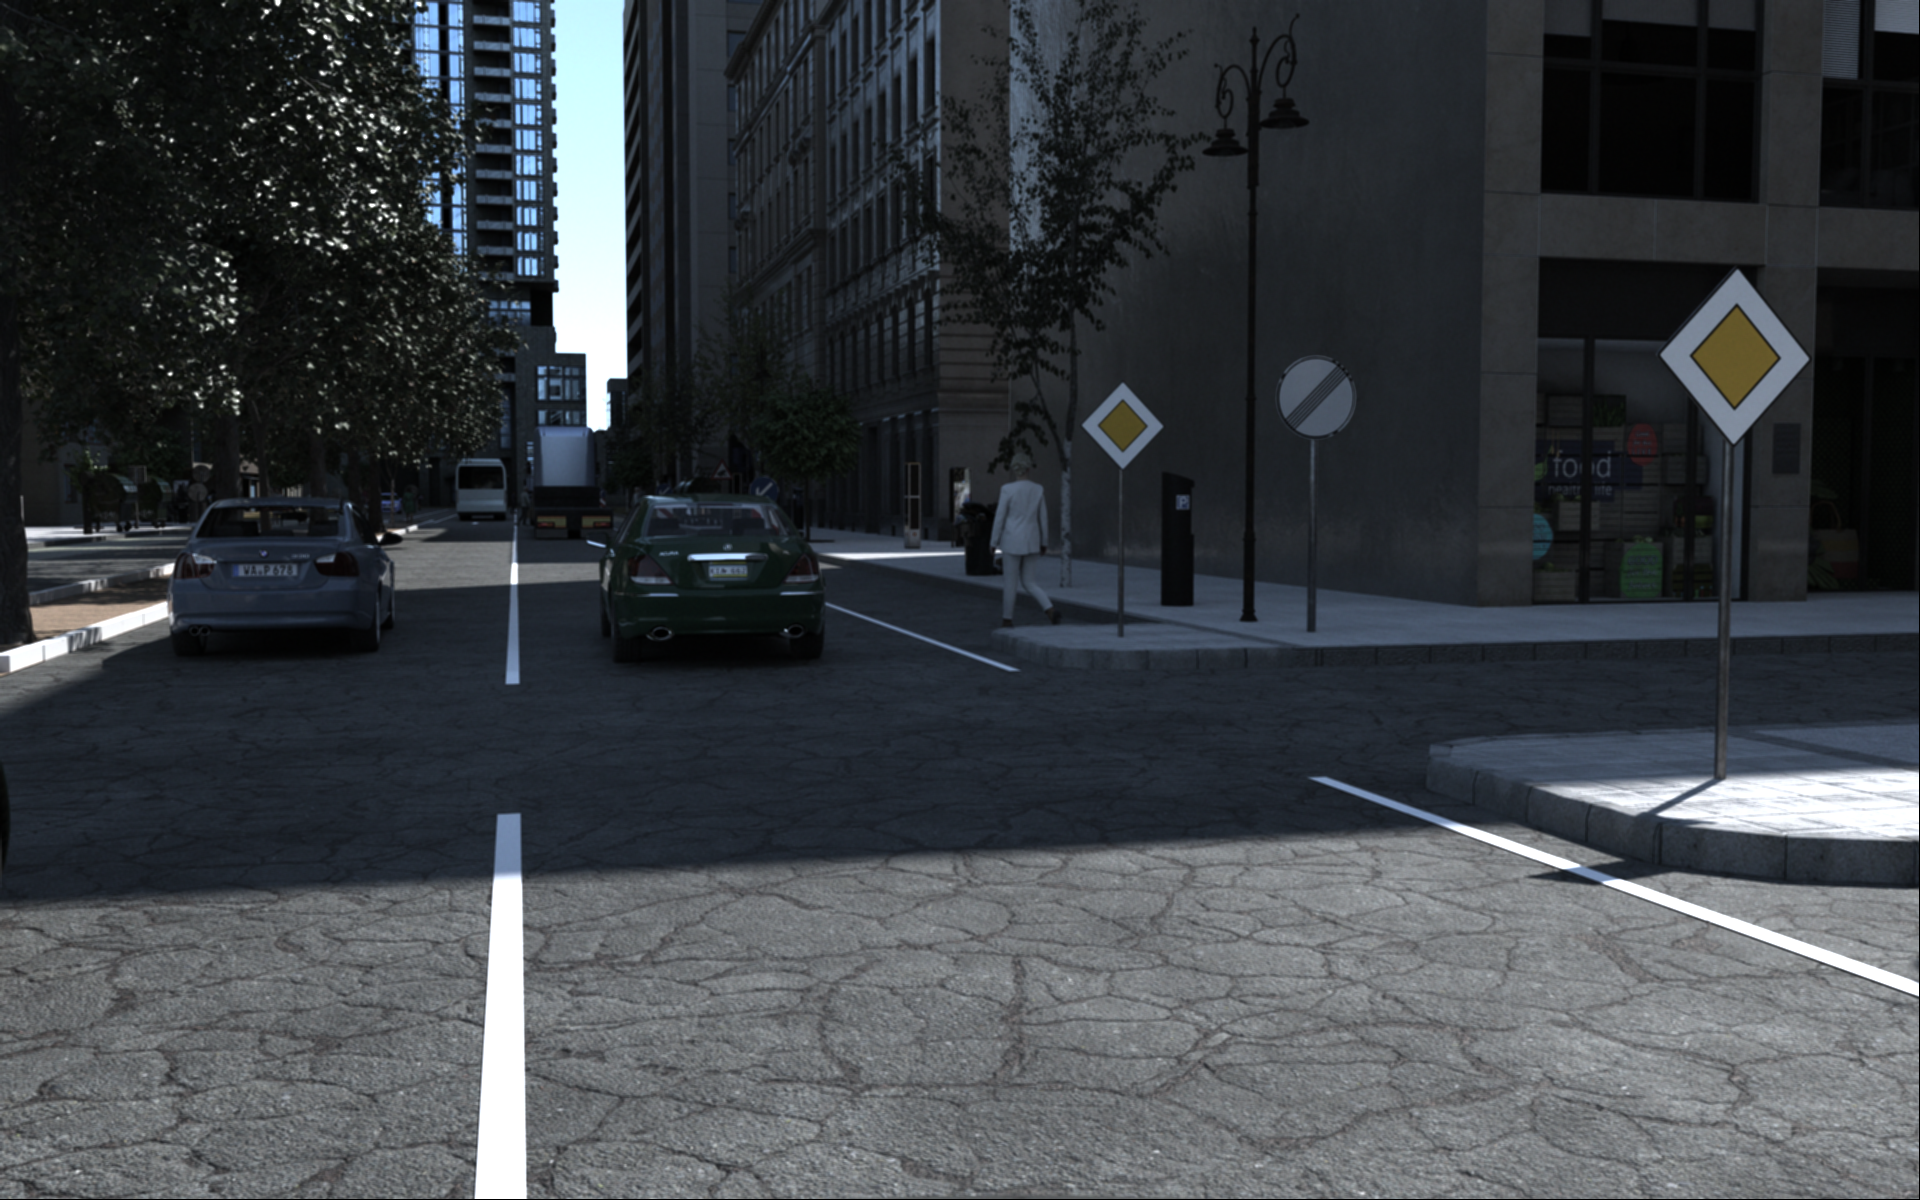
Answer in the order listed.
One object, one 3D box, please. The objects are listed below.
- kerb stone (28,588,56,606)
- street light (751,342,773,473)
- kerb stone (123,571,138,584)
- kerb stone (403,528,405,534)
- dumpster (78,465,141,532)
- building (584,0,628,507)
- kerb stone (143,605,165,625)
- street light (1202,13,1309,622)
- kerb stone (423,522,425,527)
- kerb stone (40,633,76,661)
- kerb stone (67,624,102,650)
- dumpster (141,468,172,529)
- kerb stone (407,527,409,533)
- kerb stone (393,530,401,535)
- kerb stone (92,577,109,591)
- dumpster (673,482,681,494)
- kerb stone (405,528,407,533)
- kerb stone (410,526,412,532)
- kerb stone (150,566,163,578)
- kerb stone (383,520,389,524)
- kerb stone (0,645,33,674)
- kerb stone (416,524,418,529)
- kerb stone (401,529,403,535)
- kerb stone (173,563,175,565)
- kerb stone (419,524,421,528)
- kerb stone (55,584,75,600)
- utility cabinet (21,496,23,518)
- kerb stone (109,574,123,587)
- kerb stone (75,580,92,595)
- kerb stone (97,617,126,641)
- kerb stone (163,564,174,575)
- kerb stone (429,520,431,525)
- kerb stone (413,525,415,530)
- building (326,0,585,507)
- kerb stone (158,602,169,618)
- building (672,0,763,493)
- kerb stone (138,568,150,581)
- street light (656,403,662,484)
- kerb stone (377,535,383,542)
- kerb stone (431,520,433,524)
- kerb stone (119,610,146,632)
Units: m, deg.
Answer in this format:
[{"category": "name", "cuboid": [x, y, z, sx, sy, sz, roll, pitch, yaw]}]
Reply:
[{"category": "kerb stone", "cuboid": [-12.086, -0.025, 22.708, 0.120, 0.150, 1.000, -1, 4, -14]}, {"category": "street light", "cuboid": [-6.047, -4.898, 52.875, 0.468, 5.910, 1.993, -1, 4, -14]}, {"category": "kerb stone", "cuboid": [-13.353, -0.335, 27.676, 0.120, 0.150, 1.000, -1, 4, -14]}, {"category": "kerb stone", "cuboid": [-19.727, -2.373, 60.988, 0.120, 0.150, 1.000, -1, 4, -14]}, {"category": "dumpster", "cuboid": [-28.886, -3.438, 58.701, 1.502, 2.255, 1.985, -1, 4, -14]}, {"category": "building", "cuboid": [-24.094, -53.401, 185.769, 31.000, 86.520, 22.319, -1, 4, -14]}, {"category": "kerb stone", "cuboid": [-9.028, 0.186, 19.241, 0.120, 0.150, 1.000, -1, 4, -14]}, {"category": "street light", "cuboid": [2.912, -2.723, 17.301, 0.468, 5.910, 1.993, -1, 4, -14]}, {"category": "kerb stone", "cuboid": [-23.040, -3.160, 73.900, 0.120, 0.150, 1.000, -1, 4, -14]}, {"category": "kerb stone", "cuboid": [-8.007, 0.427, 15.275, 0.120, 0.150, 1.000, -1, 4, -14]}, {"category": "kerb stone", "cuboid": [-8.262, 0.363, 16.267, 0.120, 0.150, 1.000, -1, 4, -14]}, {"category": "dumpster", "cuboid": [-30.243, -3.782, 64.331, 1.502, 2.255, 1.985, -1, 4, -14]}, {"category": "kerb stone", "cuboid": [-20.240, -2.494, 62.978, 0.120, 0.150, 1.000, -1, 4, -14]}, {"category": "kerb stone", "cuboid": [-19.222, -2.250, 58.995, 0.120, 0.150, 1.000, -1, 4, -14]}, {"category": "kerb stone", "cuboid": [-12.846, -0.213, 25.685, 0.120, 0.150, 1.000, -1, 4, -14]}, {"category": "dumpster", "cuboid": [-11.637, -4.208, 74.566, 1.264, 1.857, 1.865, -1, 4, -14]}, {"category": "kerb stone", "cuboid": [-19.983, -2.434, 61.986, 0.120, 0.150, 1.000, -1, 4, -14]}, {"category": "kerb stone", "cuboid": [-20.751, -2.615, 64.958, 0.120, 0.150, 1.000, -1, 4, -14]}, {"category": "kerb stone", "cuboid": [-13.866, -0.455, 29.666, 0.120, 0.150, 1.000, -1, 4, -14]}, {"category": "kerb stone", "cuboid": [-27.883, -3.801, 84.338, 0.120, 0.150, 1.000, -1, 4, -14]}, {"category": "kerb stone", "cuboid": [-7.761, 0.486, 14.283, 0.120, 0.150, 1.000, -1, 4, -14]}, {"category": "kerb stone", "cuboid": [-21.766, -2.858, 68.921, 0.120, 0.150, 1.000, -1, 4, -14]}, {"category": "kerb stone", "cuboid": [-19.478, -2.312, 59.995, 0.120, 0.150, 1.000, -1, 4, -14]}, {"category": "kerb stone", "cuboid": [-14.383, -0.579, 31.656, 0.120, 0.150, 1.000, -1, 4, -14]}, {"category": "kerb stone", "cuboid": [-22.279, -2.979, 70.907, 0.120, 0.150, 1.000, -1, 4, -14]}, {"category": "kerb stone", "cuboid": [-12.339, -0.092, 23.704, 0.120, 0.150, 1.000, -1, 4, -14]}, {"category": "utility cabinet", "cuboid": [-30.334, -2.680, 54.979, 1.020, 1.237, 0.306, -1, 4, -18]}, {"category": "kerb stone", "cuboid": [-13.105, -0.274, 26.681, 0.120, 0.150, 1.000, -1, 4, -14]}, {"category": "kerb stone", "cuboid": [-12.597, -0.153, 24.694, 0.120, 0.150, 1.000, -1, 4, -14]}, {"category": "kerb stone", "cuboid": [-8.518, 0.302, 17.260, 0.120, 0.150, 1.000, -1, 4, -14]}, {"category": "kerb stone", "cuboid": [-14.126, -0.514, 30.667, 0.120, 0.150, 1.000, -1, 4, -14]}, {"category": "kerb stone", "cuboid": [-24.317, -3.467, 78.876, 0.120, 0.150, 1.000, -1, 4, -14]}, {"category": "kerb stone", "cuboid": [-21.262, -2.735, 66.938, 0.120, 0.150, 1.000, -1, 4, -14]}, {"category": "building", "cuboid": [-55.064, -52.948, 178.379, 31.000, 86.520, 22.319, -1, 4, -14]}, {"category": "kerb stone", "cuboid": [-9.285, 0.120, 20.230, 0.120, 0.150, 1.000, -1, 4, -14]}, {"category": "building", "cuboid": [-8.068, -34.900, 112.612, 21.231, 58.520, 28.212, -1, 4, -14]}, {"category": "kerb stone", "cuboid": [-13.612, -0.396, 28.668, 0.120, 0.150, 1.000, -1, 4, -14]}, {"category": "street light", "cuboid": [-15.257, -7.070, 88.385, 0.468, 5.910, 1.993, -1, 4, -14]}, {"category": "kerb stone", "cuboid": [-17.695, -1.886, 53.035, 0.120, 0.150, 1.000, -1, 4, -14]}, {"category": "kerb stone", "cuboid": [-24.825, -3.588, 80.861, 0.120, 0.150, 1.000, -1, 4, -14]}, {"category": "kerb stone", "cuboid": [-8.775, 0.242, 18.250, 0.120, 0.150, 1.000, -1, 4, -14]}]
